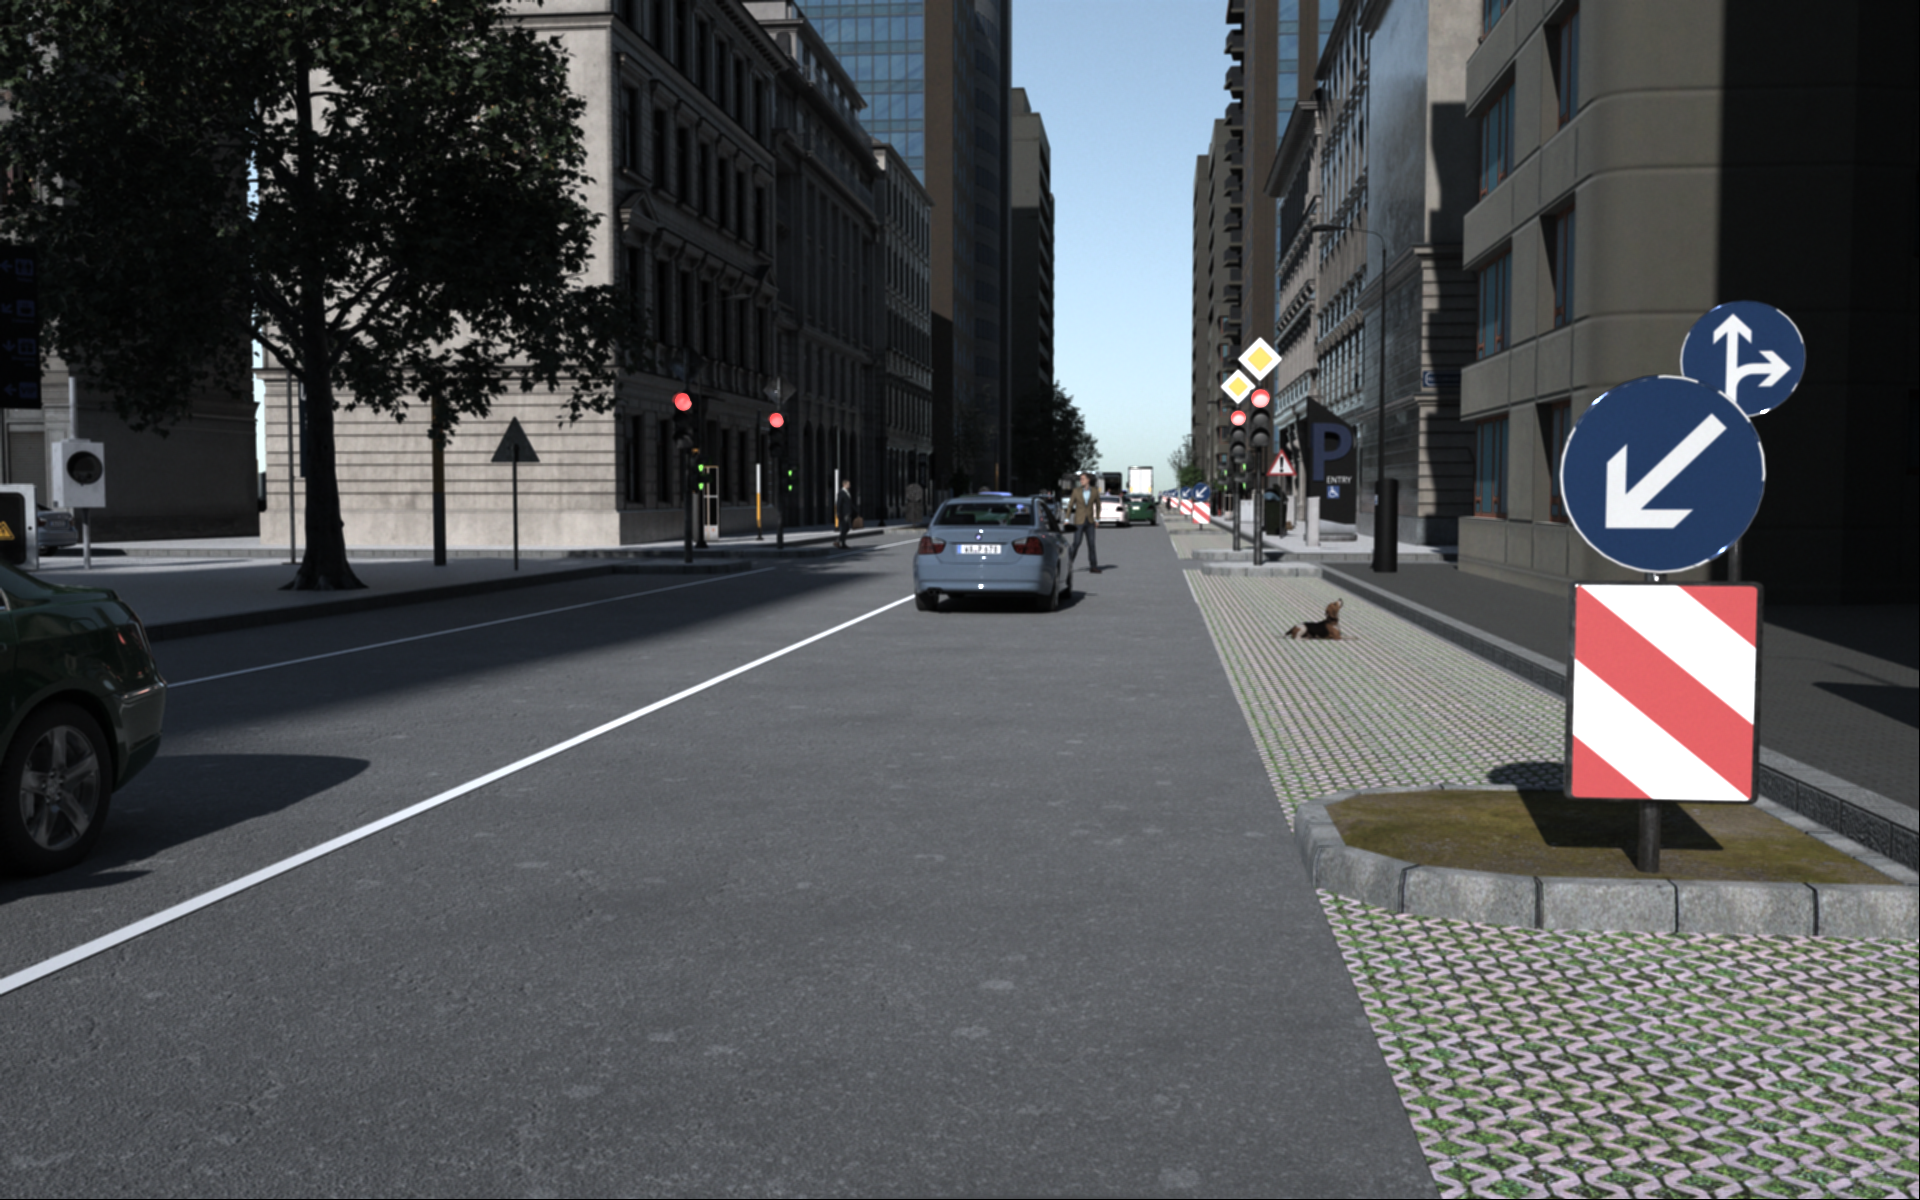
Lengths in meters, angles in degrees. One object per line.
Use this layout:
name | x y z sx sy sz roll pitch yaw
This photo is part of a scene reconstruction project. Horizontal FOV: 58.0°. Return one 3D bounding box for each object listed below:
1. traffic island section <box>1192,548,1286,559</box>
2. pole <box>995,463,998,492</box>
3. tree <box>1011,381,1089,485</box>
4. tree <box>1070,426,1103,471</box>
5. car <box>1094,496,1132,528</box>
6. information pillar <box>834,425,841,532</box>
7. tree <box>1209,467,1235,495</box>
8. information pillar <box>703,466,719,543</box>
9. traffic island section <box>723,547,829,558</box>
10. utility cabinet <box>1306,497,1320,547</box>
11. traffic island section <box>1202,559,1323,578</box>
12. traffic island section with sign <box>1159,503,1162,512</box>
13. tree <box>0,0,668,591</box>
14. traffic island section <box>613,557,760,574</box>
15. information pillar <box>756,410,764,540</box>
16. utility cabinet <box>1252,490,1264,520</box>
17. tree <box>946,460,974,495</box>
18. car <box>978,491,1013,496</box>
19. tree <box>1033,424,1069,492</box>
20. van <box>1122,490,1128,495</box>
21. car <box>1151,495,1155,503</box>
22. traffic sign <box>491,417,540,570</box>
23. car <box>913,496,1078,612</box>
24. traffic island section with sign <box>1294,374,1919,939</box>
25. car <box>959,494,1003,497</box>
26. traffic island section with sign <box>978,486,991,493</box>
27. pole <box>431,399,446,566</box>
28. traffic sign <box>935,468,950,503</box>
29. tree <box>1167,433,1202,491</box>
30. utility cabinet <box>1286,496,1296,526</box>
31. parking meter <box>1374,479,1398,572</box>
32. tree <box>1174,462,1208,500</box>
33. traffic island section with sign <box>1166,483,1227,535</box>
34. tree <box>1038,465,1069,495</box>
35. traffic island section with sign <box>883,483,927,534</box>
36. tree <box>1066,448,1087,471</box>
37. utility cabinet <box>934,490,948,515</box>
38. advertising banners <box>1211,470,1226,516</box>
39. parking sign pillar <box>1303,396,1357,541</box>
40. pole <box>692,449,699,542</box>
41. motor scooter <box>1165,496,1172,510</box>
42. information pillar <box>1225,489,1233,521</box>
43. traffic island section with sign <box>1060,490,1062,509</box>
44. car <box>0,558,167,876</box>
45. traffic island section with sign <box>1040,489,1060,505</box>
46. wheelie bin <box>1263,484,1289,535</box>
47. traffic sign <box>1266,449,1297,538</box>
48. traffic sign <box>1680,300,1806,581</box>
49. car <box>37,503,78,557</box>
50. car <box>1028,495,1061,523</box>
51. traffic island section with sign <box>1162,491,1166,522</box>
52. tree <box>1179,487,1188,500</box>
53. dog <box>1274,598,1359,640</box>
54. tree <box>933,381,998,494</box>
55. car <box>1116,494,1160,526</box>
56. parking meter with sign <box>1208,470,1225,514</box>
traffic island section | 6.269 -1.031 39.140 2.009 0.180 2.903 0 4 6
pole | 2.406 -7.330 113.695 0.158 3.312 0.155 0 3 0
tree | 9.422 -17.458 192.095 9.857 13.997 8.962 0 3 0
tree | 17.957 -20.850 266.656 9.928 11.665 9.643 0 3 0
car | 6.319 -3.806 74.597 2.083 1.381 4.827 0 4 8
information pillar | -4.167 -4.128 58.852 0.183 3.616 0.504 0 4 3
tree | 16.673 -7.000 109.043 1.663 3.219 1.824 0 3 0
information pillar | -6.596 -2.531 45.877 0.304 2.012 0.304 -2 4 -32
traffic island section | -4.207 -1.102 40.306 2.009 0.180 2.903 0 4 6
utility cabinet | 8.658 -1.921 42.568 0.306 1.237 1.020 1 4 9
traffic island section | 5.386 -0.546 31.204 2.009 0.180 2.903 0 4 6
traffic island section with sign | 16.897 -7.885 137.544 1.989 1.847 2.006 0 4 6
tree | -8.724 -6.487 23.078 9.611 12.733 9.660 0 3 0
traffic island section | -5.090 -0.617 32.370 2.009 0.180 2.903 0 4 6
information pillar | -5.555 -3.457 47.882 0.183 3.616 0.504 0 4 -1
utility cabinet | 14.741 -4.649 84.691 1.173 1.500 0.318 -3 5 -40
tree | 0.047 -6.377 98.861 1.663 3.219 1.824 0 3 0
car | 1.101 -2.804 55.439 1.945 1.707 3.694 0 4 4
tree | 9.369 -14.105 180.977 4.360 8.622 3.978 0 3 0
van | 24.757 -15.956 265.262 2.240 2.365 5.245 0 4 7
car | 28.084 -14.992 257.691 1.945 1.354 3.894 0 4 7
traffic sign | -7.487 -1.782 29.147 0.884 2.594 0.081 1 4 12
car | 0.492 -0.637 22.419 2.014 1.417 4.499 0 4 7
traffic island section with sign | 2.319 0.126 6.567 1.989 1.847 2.006 0 4 6
car | 0.587 -2.206 47.863 2.131 1.459 4.920 0 4 5
traffic island section with sign | 1.302 -4.965 89.814 1.989 1.847 2.006 0 4 6
pole | -9.336 -2.273 31.004 0.158 3.312 0.155 0 3 0
traffic sign | -0.862 -5.239 85.765 0.768 2.556 0.104 1 4 13
tree | 27.131 -15.713 207.261 4.360 8.622 3.978 0 3 0
utility cabinet | 13.214 -3.648 70.803 1.020 1.237 0.306 2 4 24
parking meter | 7.002 -1.227 28.466 0.372 1.533 0.369 0 3 0
tree | 23.312 -11.690 174.842 4.285 4.588 4.351 0 3 0
traffic island section with sign | 8.440 -3.235 61.524 1.989 1.847 2.006 0 4 6
tree | 12.128 -13.585 205.832 4.285 4.588 4.351 0 3 0
traffic island section with sign | -1.669 -3.327 63.022 1.989 1.847 2.006 0 4 6
tree | 14.803 -17.171 231.110 4.737 8.622 4.395 0 3 0
utility cabinet | -1.104 -5.721 102.220 0.318 1.500 1.173 2 4 28
advertising banners | 14.907 -6.313 99.411 0.090 3.025 2.074 -1 4 -16
parking sign pillar | 10.173 -3.608 47.467 1.447 3.967 1.447 0 4 -5
pole | -6.972 -3.181 45.859 0.158 3.312 0.155 0 3 0
motor scooter | 17.967 -8.327 148.930 0.815 1.314 1.986 1 4 8
information pillar | 12.978 -4.836 83.561 0.304 2.012 0.304 3 5 43
traffic island section with sign | 9.841 -9.659 166.547 1.989 1.847 2.006 0 4 6
car | -4.466 0.396 5.326 2.131 1.459 4.920 0 4 7
traffic island section with sign | 6.796 -7.979 139.088 1.989 1.847 2.006 0 4 6
wheelie bin | 9.857 -2.827 54.128 0.693 1.594 0.980 1 4 23
traffic sign | 9.279 -3.058 50.008 0.884 2.594 0.081 1 4 12
traffic sign | 5.166 -0.698 11.511 0.768 2.556 0.104 1 4 13
car | -22.050 -1.622 38.524 4.499 1.417 2.014 0 4 7
car | 3.958 -4.453 84.812 2.014 1.417 4.499 0 4 8
traffic island section with sign | 11.467 -4.899 88.726 1.989 1.847 2.006 0 4 6
tree | 32.983 -15.725 251.699 1.663 3.219 1.824 0 3 0
dog | 3.507 0.192 17.059 0.550 0.427 0.748 -3 5 -40
tree | 0.573 -9.724 109.347 4.360 8.622 3.978 0 3 0
car | 8.075 -4.132 79.349 2.131 1.459 4.920 0 4 6
parking meter with sign | 16.581 -7.057 111.643 0.543 3.016 1.738 -2 4 -24
